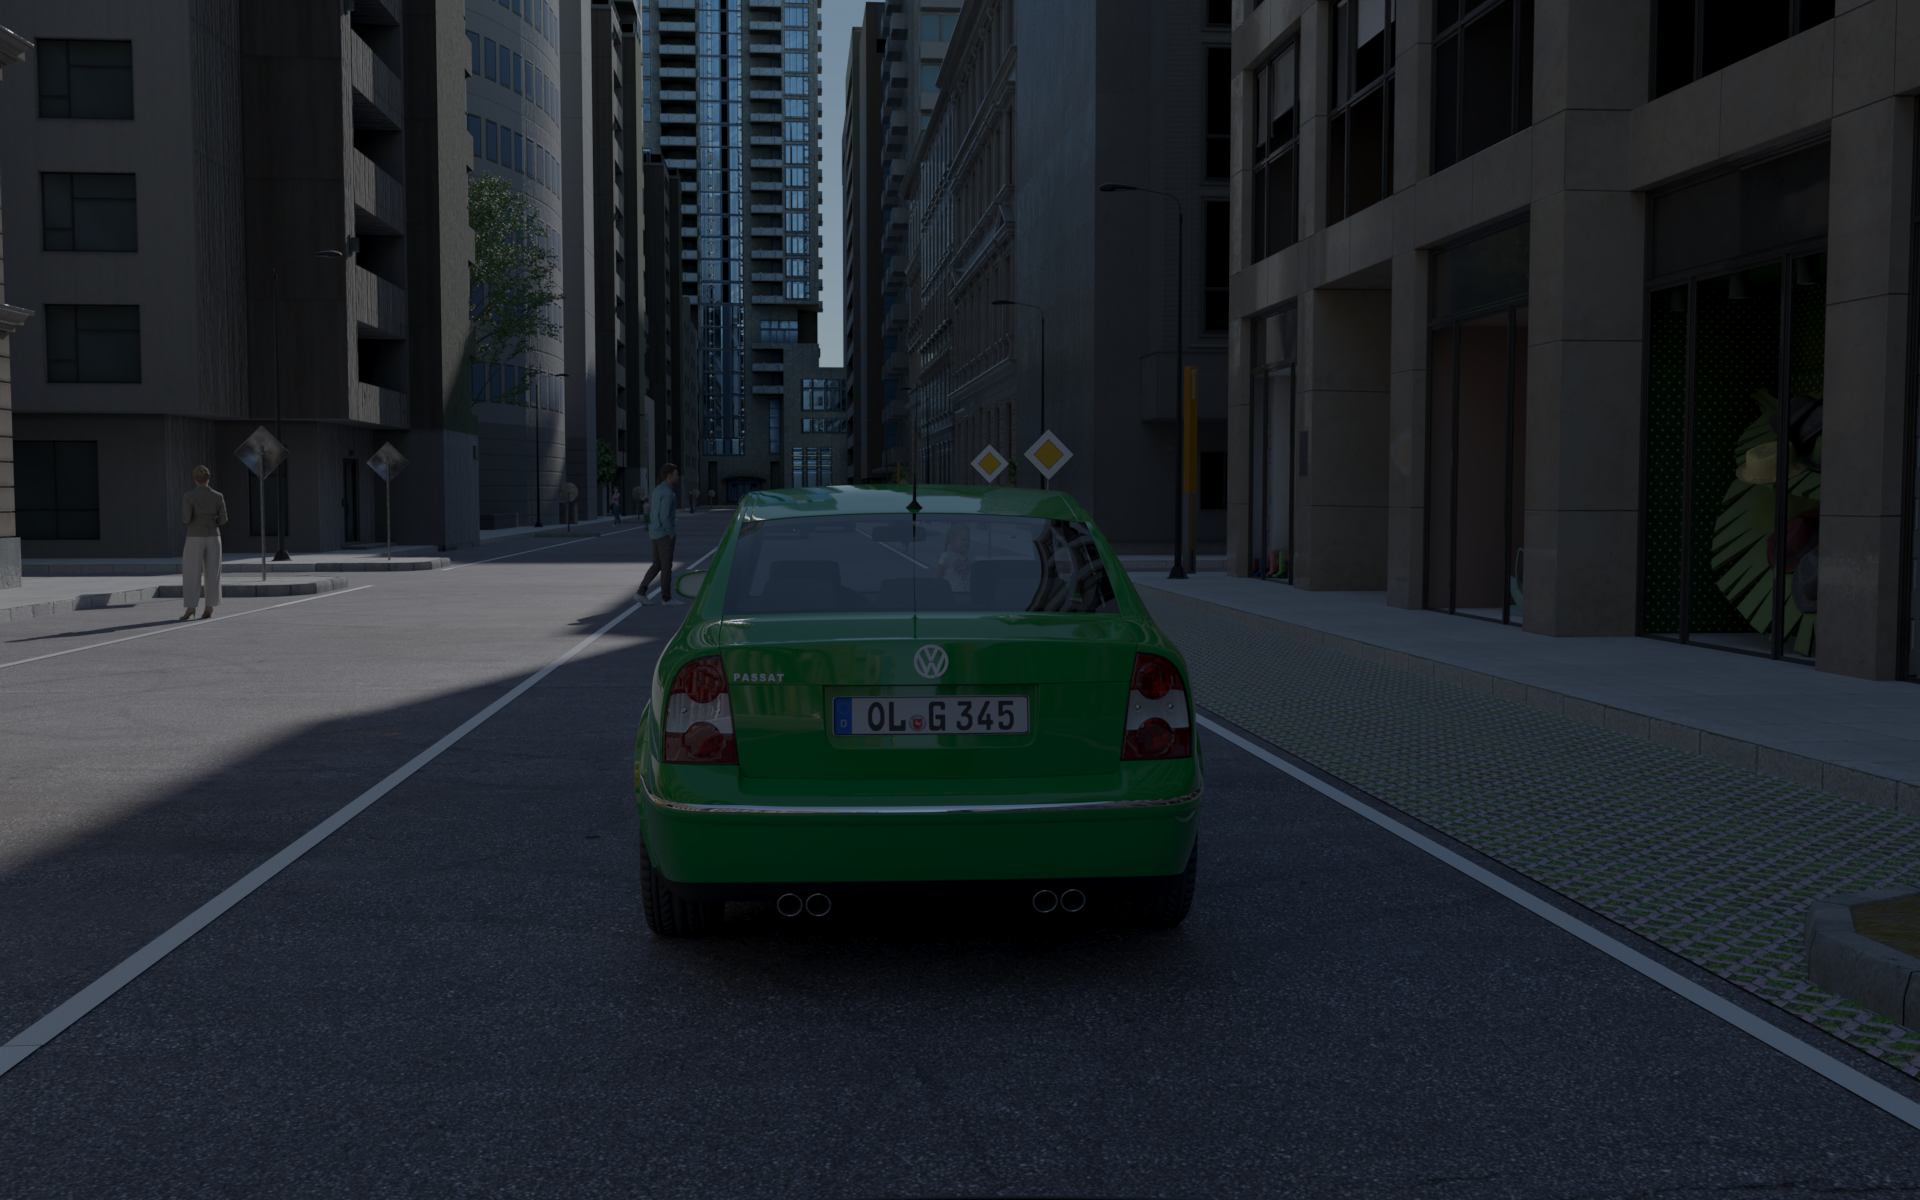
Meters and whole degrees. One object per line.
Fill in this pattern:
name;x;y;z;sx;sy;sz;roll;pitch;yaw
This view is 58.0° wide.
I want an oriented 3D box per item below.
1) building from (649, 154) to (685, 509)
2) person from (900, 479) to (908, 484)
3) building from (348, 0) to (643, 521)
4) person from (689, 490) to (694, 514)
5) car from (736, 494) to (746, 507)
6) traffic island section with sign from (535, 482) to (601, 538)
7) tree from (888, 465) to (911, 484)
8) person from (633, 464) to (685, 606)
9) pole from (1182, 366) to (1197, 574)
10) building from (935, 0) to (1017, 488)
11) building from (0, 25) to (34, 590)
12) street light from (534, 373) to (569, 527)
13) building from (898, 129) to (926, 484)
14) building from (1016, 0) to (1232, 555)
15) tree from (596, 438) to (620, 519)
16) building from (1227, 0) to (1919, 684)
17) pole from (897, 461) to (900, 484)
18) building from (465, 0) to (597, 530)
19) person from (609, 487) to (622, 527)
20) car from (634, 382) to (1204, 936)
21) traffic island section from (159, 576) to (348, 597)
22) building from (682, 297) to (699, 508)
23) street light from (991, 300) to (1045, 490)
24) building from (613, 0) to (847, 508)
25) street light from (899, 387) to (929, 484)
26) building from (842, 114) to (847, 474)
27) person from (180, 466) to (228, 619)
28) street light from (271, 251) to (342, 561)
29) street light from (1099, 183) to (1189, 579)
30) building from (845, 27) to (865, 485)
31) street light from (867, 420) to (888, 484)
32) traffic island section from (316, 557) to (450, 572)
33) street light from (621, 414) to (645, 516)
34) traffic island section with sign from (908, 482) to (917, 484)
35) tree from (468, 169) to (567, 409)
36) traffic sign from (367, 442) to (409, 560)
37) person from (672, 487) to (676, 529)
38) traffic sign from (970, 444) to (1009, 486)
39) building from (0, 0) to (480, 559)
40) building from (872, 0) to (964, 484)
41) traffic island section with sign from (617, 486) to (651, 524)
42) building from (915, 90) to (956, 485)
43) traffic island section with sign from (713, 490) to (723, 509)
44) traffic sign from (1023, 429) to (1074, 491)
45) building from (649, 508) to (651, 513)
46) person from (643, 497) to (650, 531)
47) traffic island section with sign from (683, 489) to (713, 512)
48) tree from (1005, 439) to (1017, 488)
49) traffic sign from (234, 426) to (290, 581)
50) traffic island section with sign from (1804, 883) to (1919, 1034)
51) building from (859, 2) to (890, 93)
building;-30.894;-22.909;146.262;14.160;30.474;14.107;0;4;-6
person;-1.433;-2.061;42.383;0.709;1.800;0.728;-1;4;-9
building;-25.948;-20.098;100.307;14.160;30.474;14.107;0;4;-6
person;-19.681;-7.181;126.828;0.530;1.710;0.541;1;4;15
car;-17.681;-8.143;144.943;2.131;1.459;4.920;0;4;-5
traffic island section with sign;-13.120;-3.024;58.078;1.989;1.847;2.006;0;4;-6
tree;-4.173;-7.428;116.047;1.663;3.219;1.824;0;3;0
person;-3.876;-0.840;22.256;0.620;1.820;0.660;-2;4;-31
pole;3.690;-2.076;27.791;0.158;3.312;0.155;0;3;0
building;5.740;-13.799;61.772;11.583;22.565;21.152;0;4;-6
building;-29.277;-12.065;16.353;34.723;24.649;14.460;0;4;-6
street light;-15.733;-5.762;66.745;1.470;5.913;1.316;0;4;-6
building;2.536;-16.604;100.357;11.050;23.489;19.941;0;4;-6
building;17.092;-13.651;42.264;30.058;24.678;14.314;0;4;-6
tree;-19.528;-6.569;91.117;4.285;4.588;4.351;0;3;0
building;15.379;-12.595;10.447;19.350;26.468;34.151;0;4;-6
pole;-3.813;-6.948;107.437;0.158;3.312;0.155;0;3;0
building;-27.276;-32.299;70.082;21.231;58.520;28.212;0;4;-6
person;-15.121;-4.108;76.258;0.643;1.750;0.593;-3;4;-37
car;-0.231;0.108;7.034;1.959;1.807;4.718;0;4;-4
traffic island section;-10.309;-0.204;25.609;2.009;0.180;2.903;0;4;-6
building;-40.997;-19.848;169.556;28.899;21.520;27.650;0;4;-6
street light;1.448;-4.221;41.561;1.470;5.913;1.316;0;4;-6
building;-29.096;-54.291;200.324;31.000;86.520;22.319;0;4;-6
street light;-1.935;-6.288;75.356;1.470;5.913;1.316;0;4;-6
building;-6.304;-33.674;200.684;14.200;45.320;14.600;0;4;-6
person;-8.741;-0.668;19.977;0.519;1.759;0.362;-3;5;-42
street light;-12.502;-3.709;33.175;1.470;5.913;1.316;0;4;-6
street light;2.769;-3.274;26.066;1.470;5.913;1.316;0;4;-6
building;-0.508;-33.717;174.979;21.300;48.544;21.600;0;4;-6
street light;-5.140;-8.349;109.047;1.470;5.913;1.316;0;4;-6
traffic island section;-11.077;-0.690;33.557;2.009;0.180;2.903;0;4;-6
street light;-18.904;-7.803;100.113;1.470;5.913;1.316;0;4;-6
traffic island section with sign;-1.767;-3.091;59.162;1.989;1.847;2.006;0;4;-6
tree;-15.554;-7.743;52.355;9.928;11.665;9.643;0;3;0
traffic sign;-11.055;-1.826;33.497;0.795;2.450;0.064;0;4;-6
person;-11.124;-3.536;66.535;0.478;1.798;0.641;2;4;28
traffic sign;0.588;-1.893;34.598;0.795;2.450;0.064;0;4;-6
building;-19.584;-16.373;39.394;14.160;30.474;14.107;0;4;-6
building;5.381;-31.516;134.898;23.786;49.044;30.456;0;4;-6
traffic island section with sign;-15.733;-4.671;85.006;1.989;1.847;2.006;0;4;-6
building;3.418;-14.202;81.361;9.793;20.994;18.267;0;4;-6
traffic island section with sign;-23.194;-9.396;162.256;1.989;1.847;2.006;0;4;-6
traffic sign;1.356;-1.407;26.650;0.795;2.450;0.064;0;4;-6
building;-32.716;-49.464;121.402;22.319;86.520;31.000;0;4;-6
person;-12.077;-3.301;66.723;0.306;1.304;0.590;0;4;7
traffic island section with sign;-20.602;-7.755;135.425;1.989;1.847;2.006;0;4;-6
tree;1.903;-3.401;50.212;1.663;3.219;1.824;0;3;0
traffic sign;-10.286;-1.340;25.549;0.795;2.450;0.064;0;4;-6
traffic island section with sign;3.510;0.241;4.682;1.989;1.847;2.006;0;4;-6
building;-1.858;-31.002;156.998;14.600;45.320;14.200;0;4;-6
